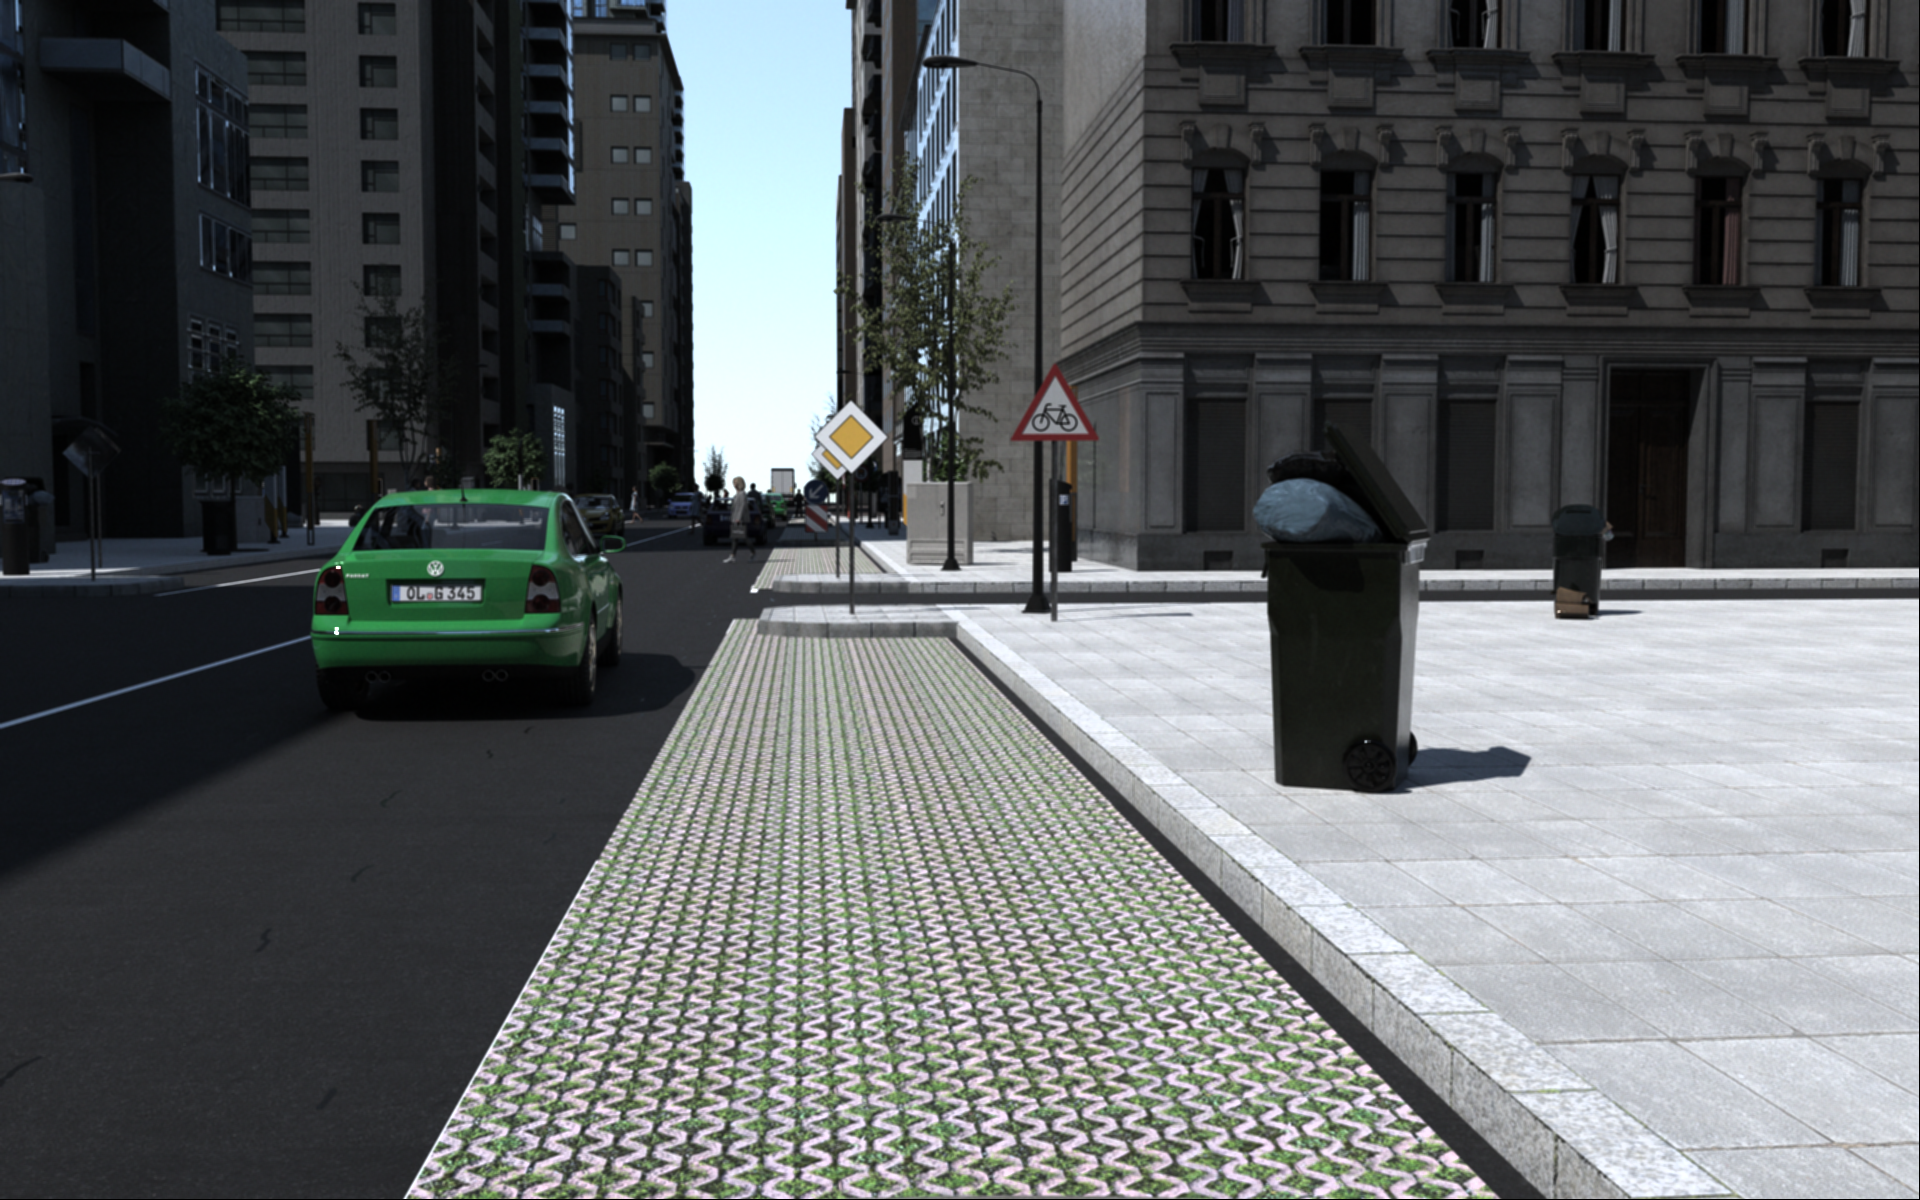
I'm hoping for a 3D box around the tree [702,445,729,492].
[{"bbox_3d":[-35.377,-18.434,251.752,4.737,8.622,4.395,0,3,0],"label":"tree"}]

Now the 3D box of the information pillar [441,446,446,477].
[{"bbox_3d":[-25.176,-5.719,84.868,0.504,3.616,0.183,2,4,24],"label":"information pillar"}]

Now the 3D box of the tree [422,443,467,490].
[{"bbox_3d":[-19.795,-4.398,66.503,1.663,3.219,1.824,0,3,0],"label":"tree"}]

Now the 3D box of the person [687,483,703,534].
[{"bbox_3d":[-9.452,-3.280,62.220,0.778,1.811,0.616,-2,4,-29],"label":"person"}]

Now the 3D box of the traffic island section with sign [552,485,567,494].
[{"bbox_3d":[-17.170,-4.017,74.305,1.989,1.847,2.006,0,4,-5],"label":"traffic island section with sign"}]

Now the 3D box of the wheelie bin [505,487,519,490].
[{"bbox_3d":[-20.450,-4.368,79.324,0.980,1.594,0.693,0,4,-3],"label":"wheelie bin"}]

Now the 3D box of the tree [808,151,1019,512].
[{"bbox_3d":[-0.635,-5.316,37.277,4.737,8.622,4.395,0,3,0],"label":"tree"}]

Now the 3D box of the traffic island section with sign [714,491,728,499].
[{"bbox_3d":[-29.020,-12.118,206.757,1.989,1.847,2.006,0,4,-5],"label":"traffic island section with sign"}]

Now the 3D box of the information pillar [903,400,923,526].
[{"bbox_3d":[-1.126,-3.105,42.124,0.504,3.616,0.183,0,4,5],"label":"information pillar"}]

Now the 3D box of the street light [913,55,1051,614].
[{"bbox_3d":[0.305,-2.814,18.550,1.470,5.913,1.316,0,4,-5],"label":"street light"}]

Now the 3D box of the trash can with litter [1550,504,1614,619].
[{"bbox_3d":[6.502,-0.411,18.110,0.624,1.170,1.055,1,4,20],"label":"trash can with litter"}]

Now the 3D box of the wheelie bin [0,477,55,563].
[{"bbox_3d":[-17.328,-1.483,32.156,0.980,1.594,0.693,-1,4,-13],"label":"wheelie bin"}]

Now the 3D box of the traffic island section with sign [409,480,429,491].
[{"bbox_3d":[-14.737,-2.357,47.168,1.989,1.847,2.006,0,4,-5],"label":"traffic island section with sign"}]

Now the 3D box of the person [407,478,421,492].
[{"bbox_3d":[-14.339,-2.260,45.301,0.795,1.843,0.661,1,4,15],"label":"person"}]

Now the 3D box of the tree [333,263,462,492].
[{"bbox_3d":[-17.592,-6.395,54.914,4.360,8.622,3.978,0,3,0],"label":"tree"}]

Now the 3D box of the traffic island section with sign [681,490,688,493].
[{"bbox_3d":[-24.129,-8.772,152.042,1.989,1.847,2.006,0,4,-5],"label":"traffic island section with sign"}]

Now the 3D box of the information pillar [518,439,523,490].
[{"bbox_3d":[-18.566,-5.008,73.239,0.183,3.616,0.504,0,4,-1],"label":"information pillar"}]

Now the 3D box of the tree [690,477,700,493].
[{"bbox_3d":[-29.776,-12.178,193.709,1.663,3.219,1.824,0,3,0],"label":"tree"}]

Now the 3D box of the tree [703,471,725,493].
[{"bbox_3d":[-34.110,-15.670,239.925,4.285,4.588,4.351,0,3,0],"label":"tree"}]

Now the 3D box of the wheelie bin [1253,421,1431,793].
[{"bbox_3d":[1.690,0.013,7.698,0.693,1.594,0.980,1,4,23],"label":"wheelie bin"}]

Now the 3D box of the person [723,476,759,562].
[{"bbox_3d":[-4.574,-1.686,36.257,0.728,1.800,0.709,-1,4,-18],"label":"person"}]

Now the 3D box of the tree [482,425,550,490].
[{"bbox_3d":[-21.105,-6.047,82.576,4.285,4.588,4.351,0,3,0],"label":"tree"}]

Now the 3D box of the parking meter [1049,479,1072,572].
[{"bbox_3d":[1.652,-1.226,28.457,0.372,1.533,0.369,0,3,0],"label":"parking meter"}]

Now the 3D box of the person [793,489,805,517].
[{"bbox_3d":[-10.183,-6.162,109.802,0.990,1.755,0.434,3,4,36],"label":"person"}]

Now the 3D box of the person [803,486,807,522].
[{"bbox_3d":[-7.856,-4.941,89.094,0.447,1.846,0.655,-3,4,-36],"label":"person"}]

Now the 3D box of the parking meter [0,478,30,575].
[{"bbox_3d":[-14.978,-1.164,27.443,0.372,1.533,0.369,0,3,0],"label":"parking meter"}]

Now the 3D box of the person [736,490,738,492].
[{"bbox_3d":[-12.111,-5.226,94.345,0.834,1.777,0.661,0,4,8],"label":"person"}]

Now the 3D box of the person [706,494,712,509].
[{"bbox_3d":[-20.804,-8.077,143.740,0.799,1.438,0.628,2,4,32],"label":"person"}]

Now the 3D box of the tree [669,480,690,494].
[{"bbox_3d":[-28.115,-10.833,171.724,1.663,3.219,1.824,0,3,0],"label":"tree"}]

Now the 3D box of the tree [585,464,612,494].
[{"bbox_3d":[-23.129,-7.070,110.191,1.663,3.219,1.824,0,3,0],"label":"tree"}]

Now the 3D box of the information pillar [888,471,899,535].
[{"bbox_3d":[-2.097,-3.053,54.411,0.304,2.012,0.304,-1,4,-10],"label":"information pillar"}]

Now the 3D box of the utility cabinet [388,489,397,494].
[{"bbox_3d":[-25.063,-4.144,76.435,0.318,1.500,1.173,-1,4,-22],"label":"utility cabinet"}]

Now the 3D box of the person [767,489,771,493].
[{"bbox_3d":[-11.964,-6.133,109.570,0.721,1.735,1.217,0,4,8],"label":"person"}]

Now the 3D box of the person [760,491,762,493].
[{"bbox_3d":[-22.583,-11.468,196.710,1.217,1.736,0.721,0,4,1],"label":"person"}]

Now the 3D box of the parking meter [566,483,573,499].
[{"bbox_3d":[-20.524,-5.222,91.090,0.255,1.863,0.399,1,4,15],"label":"parking meter"}]

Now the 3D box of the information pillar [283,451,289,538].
[{"bbox_3d":[-19.947,-3.644,50.935,0.183,3.616,0.504,-3,5,-40],"label":"information pillar"}]

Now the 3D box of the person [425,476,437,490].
[{"bbox_3d":[-11.491,-1.771,37.465,0.388,1.821,0.555,-2,4,-30],"label":"person"}]

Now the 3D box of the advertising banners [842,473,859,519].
[{"bbox_3d":[-5.722,-5.727,89.821,0.090,3.025,2.074,-2,4,-27],"label":"advertising banners"}]

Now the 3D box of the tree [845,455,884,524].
[{"bbox_3d":[-3.971,-4.974,75.929,1.663,3.219,1.824,0,3,0],"label":"tree"}]

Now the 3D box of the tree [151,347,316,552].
[{"bbox_3d":[-16.230,-3.372,38.847,4.285,4.588,4.351,0,3,0],"label":"tree"}]

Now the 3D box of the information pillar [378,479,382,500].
[{"bbox_3d":[-28.241,-4.874,84.175,0.304,2.012,0.304,-1,4,-22],"label":"information pillar"}]

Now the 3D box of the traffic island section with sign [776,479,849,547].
[{"bbox_3d":[-4.048,-2.372,47.418,1.989,1.847,2.006,0,4,-5],"label":"traffic island section with sign"}]

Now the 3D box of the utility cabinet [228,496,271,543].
[{"bbox_3d":[-18.656,-2.101,45.519,0.306,1.237,1.020,3,4,37],"label":"utility cabinet"}]

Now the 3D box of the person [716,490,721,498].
[{"bbox_3d":[-17.856,-7.243,127.837,0.530,1.710,0.541,-1,4,-19],"label":"person"}]

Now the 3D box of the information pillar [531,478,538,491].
[{"bbox_3d":[-19.643,-4.622,80.057,0.304,2.012,0.304,-1,4,-16],"label":"information pillar"}]

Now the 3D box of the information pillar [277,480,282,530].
[{"bbox_3d":[-24.482,-3.531,62.226,0.304,2.012,0.304,-3,5,-40],"label":"information pillar"}]

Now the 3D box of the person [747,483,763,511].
[{"bbox_3d":[-7.202,-3.147,60.074,0.709,1.813,0.853,-3,5,-41],"label":"person"}]

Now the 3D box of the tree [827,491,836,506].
[{"bbox_3d":[-14.057,-11.959,190.122,1.663,3.219,1.824,0,3,0],"label":"tree"}]

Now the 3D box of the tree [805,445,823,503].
[{"bbox_3d":[-20.441,-18.578,254.105,4.360,8.622,3.978,0,3,0],"label":"tree"}]

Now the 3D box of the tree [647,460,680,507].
[{"bbox_3d":[-28.756,-11.265,167.897,4.285,4.588,4.351,0,3,0],"label":"tree"}]

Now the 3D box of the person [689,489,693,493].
[{"bbox_3d":[-16.941,-6.159,109.913,0.721,1.735,1.217,0,4,-4],"label":"person"}]

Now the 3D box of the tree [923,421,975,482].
[{"bbox_3d":[-0.298,-3.117,45.564,1.663,3.219,1.824,0,3,0],"label":"tree"}]

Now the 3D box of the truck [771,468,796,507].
[{"bbox_3d":[-19.746,-12.515,193.538,2.839,4.237,11.283,0,4,-5],"label":"truck"}]

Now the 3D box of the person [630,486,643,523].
[{"bbox_3d":[-15.718,-4.622,84.158,0.778,1.811,0.616,1,4,23],"label":"person"}]

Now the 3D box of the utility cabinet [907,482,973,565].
[{"bbox_3d":[-0.367,-1.384,31.308,1.173,1.500,0.318,1,4,19],"label":"utility cabinet"}]

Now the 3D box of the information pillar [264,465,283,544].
[{"bbox_3d":[-17.887,-3.277,44.932,0.504,3.616,0.183,3,4,38],"label":"information pillar"}]

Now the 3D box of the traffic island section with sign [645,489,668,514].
[{"bbox_3d":[-21.722,-7.129,125.194,1.989,1.847,2.006,0,4,-5],"label":"traffic island section with sign"}]

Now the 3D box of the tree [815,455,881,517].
[{"bbox_3d":[-6.128,-6.991,98.015,4.285,4.588,4.351,0,3,0],"label":"tree"}]

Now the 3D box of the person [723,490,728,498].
[{"bbox_3d":[-20.796,-8.864,153.372,0.705,1.831,1.348,1,4,13],"label":"person"}]
